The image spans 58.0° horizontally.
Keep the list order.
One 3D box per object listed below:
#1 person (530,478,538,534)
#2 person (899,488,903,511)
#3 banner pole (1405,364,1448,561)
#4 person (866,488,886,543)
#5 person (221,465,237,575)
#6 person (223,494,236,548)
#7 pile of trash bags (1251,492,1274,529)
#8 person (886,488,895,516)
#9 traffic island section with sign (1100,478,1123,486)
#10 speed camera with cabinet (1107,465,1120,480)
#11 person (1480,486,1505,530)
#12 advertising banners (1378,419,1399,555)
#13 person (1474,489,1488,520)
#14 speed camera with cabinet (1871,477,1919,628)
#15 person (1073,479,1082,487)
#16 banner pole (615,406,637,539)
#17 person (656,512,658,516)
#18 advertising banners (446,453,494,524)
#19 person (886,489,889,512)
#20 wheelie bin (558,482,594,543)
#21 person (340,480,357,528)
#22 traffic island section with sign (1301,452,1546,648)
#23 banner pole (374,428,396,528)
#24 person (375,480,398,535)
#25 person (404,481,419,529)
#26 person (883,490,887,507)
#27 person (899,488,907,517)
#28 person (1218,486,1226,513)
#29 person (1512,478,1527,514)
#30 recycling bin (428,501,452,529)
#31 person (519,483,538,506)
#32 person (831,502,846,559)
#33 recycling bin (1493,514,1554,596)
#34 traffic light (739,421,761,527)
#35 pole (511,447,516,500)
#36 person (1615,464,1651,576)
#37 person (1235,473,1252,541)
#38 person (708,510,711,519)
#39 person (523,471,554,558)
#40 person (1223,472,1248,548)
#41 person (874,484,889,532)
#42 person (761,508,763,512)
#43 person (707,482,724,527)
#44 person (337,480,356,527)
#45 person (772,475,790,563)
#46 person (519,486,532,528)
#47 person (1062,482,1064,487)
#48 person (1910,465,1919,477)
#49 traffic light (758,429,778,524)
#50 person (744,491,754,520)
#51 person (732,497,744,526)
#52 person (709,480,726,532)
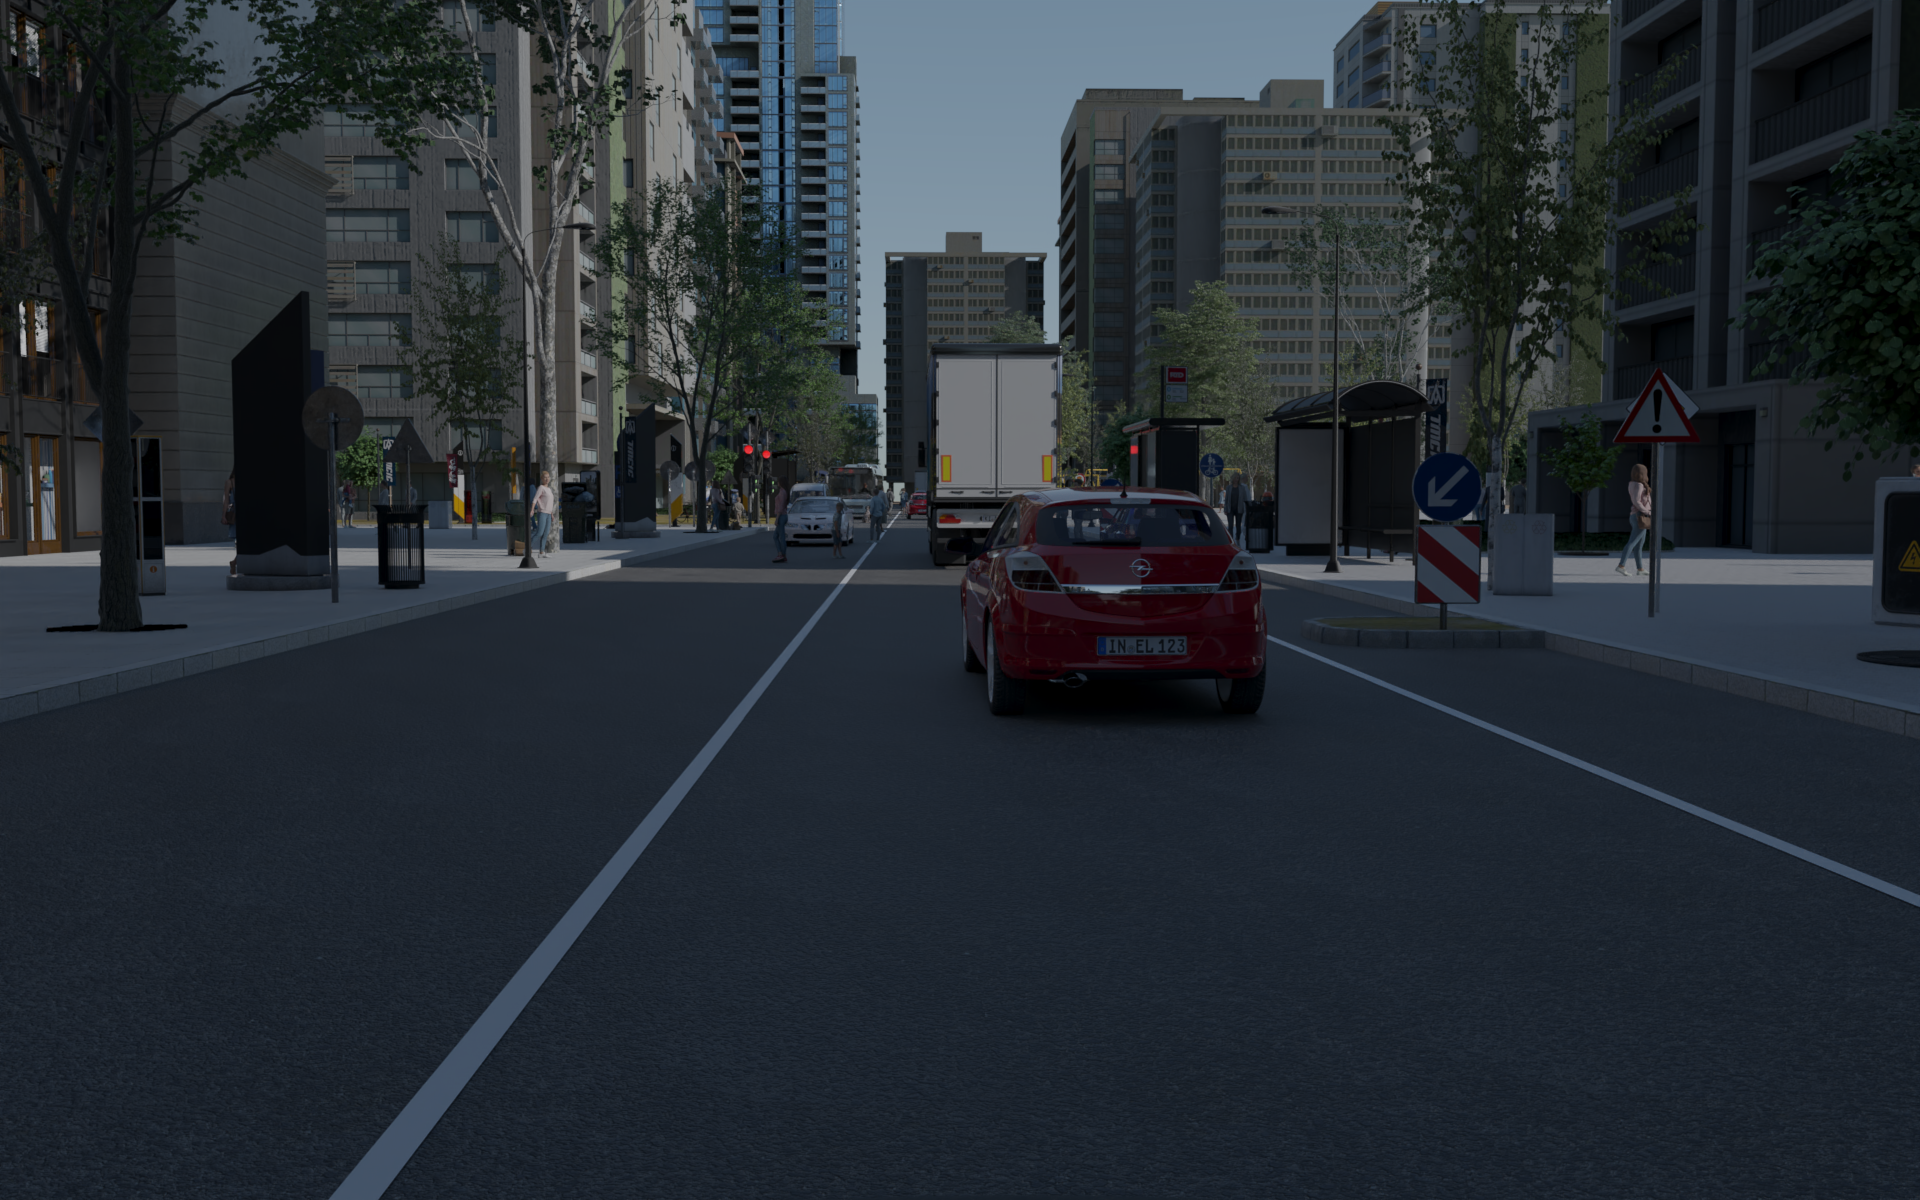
[{"bbox_3d":[-13.875,-3.054,56.235,0.793,1.790,0.793,-3,5,-41],"label":"person"},{"bbox_3d":[-4.874,-8.368,144.684,0.474,1.900,0.648,0,4,-6],"label":"person"},{"bbox_3d":[8.951,-2.638,33.142,0.401,3.779,0.863,-3,5,-43],"label":"banner pole"},{"bbox_3d":[-2.456,-2.472,50.731,0.589,1.601,0.330,-3,4,-36],"label":"person"},{"bbox_3d":[-11.177,-1.264,26.803,0.778,1.811,0.616,3,4,39],"label":"person"},{"bbox_3d":[-17.056,-2.093,40.932,0.731,1.740,0.598,-1,4,-13],"label":"person"},{"bbox_3d":[11.718,-3.420,65.673,1.912,1.369,3.447,0,4,6],"label":"pile of trash bags"},{"bbox_3d":[-4.595,-6.455,114.137,0.679,1.850,0.850,2,4,23],"label":"person"},{"bbox_3d":[3.723,-2.208,44.725,1.989,1.847,2.006,0,4,-2],"label":"traffic island section with sign"},{"bbox_3d":[5.978,-4.917,74.731,2.038,3.252,0.660,0,4,7],"label":"speed camera with cabinet"},{"bbox_3d":[13.028,-2.193,42.317,0.576,1.772,0.534,0,4,6],"label":"person"},{"bbox_3d":[9.260,-2.526,37.493,0.090,3.025,2.074,0,4,2],"label":"advertising banners"},{"bbox_3d":[18.186,-3.278,60.307,0.731,1.740,0.598,0,4,6],"label":"person"},{"bbox_3d":[9.632,-1.335,16.162,0.660,3.252,2.038,-2,4,-25],"label":"speed camera with cabinet"},{"bbox_3d":[2.790,-2.035,41.966,0.583,1.804,0.606,-1,4,-20],"label":"person"},{"bbox_3d":[-9.446,-3.616,49.131,0.863,3.779,0.401,3,4,37],"label":"banner pole"},{"bbox_3d":[-17.744,-5.717,99.791,0.573,1.790,0.520,2,4,31],"label":"person"},{"bbox_3d":[-21.107,-4.795,74.578,2.074,3.025,0.090,0,4,5],"label":"advertising banners"},{"bbox_3d":[-5.199,-7.163,125.627,0.555,1.821,0.388,-1,4,-14],"label":"person"},{"bbox_3d":[-10.019,-2.276,45.118,0.980,1.594,0.693,0,4,-8],"label":"wheelie bin"},{"bbox_3d":[-22.982,-3.613,65.093,0.573,1.828,0.580,-1,4,-12],"label":"person"},{"bbox_3d":[4.451,-0.515,17.050,1.989,1.847,2.006,0,4,-2],"label":"traffic island section with sign"},{"bbox_3d":[-21.903,-4.646,65.985,0.863,3.779,0.401,-1,4,-20],"label":"banner pole"},{"bbox_3d":[-18.185,-2.937,54.814,0.466,1.731,0.760,3,4,36],"label":"person"},{"bbox_3d":[-20.429,-3.555,64.435,0.678,1.792,0.850,2,4,28],"label":"person"},{"bbox_3d":[-4.968,-6.221,110.967,0.760,1.731,0.466,-1,4,-16],"label":"person"},{"bbox_3d":[-3.523,-6.194,109.788,0.654,1.822,0.581,-3,5,-39],"label":"person"},{"bbox_3d":[17.617,-6.728,116.143,0.778,1.811,0.616,-1,4,-9],"label":"person"},{"bbox_3d":[19.915,-3.408,61.576,0.447,1.846,0.655,-3,4,-36],"label":"person"},{"bbox_3d":[-19.167,-3.140,63.886,0.722,1.027,0.722,0,4,-5],"label":"recycling bin"},{"bbox_3d":[-16.528,-3.659,66.547,0.598,1.740,0.731,3,4,39],"label":"person"},{"bbox_3d":[-2.699,-1.548,38.492,0.332,1.250,0.352,-3,5,-41],"label":"person"},{"bbox_3d":[7.206,-0.586,22.139,0.722,1.027,0.722,1,4,19],"label":"recycling bin"},{"bbox_3d":[-8.072,-4.749,66.569,0.839,4.253,0.868,0,4,-2],"label":"traffic light"},{"bbox_3d":[-19.551,-5.017,75.868,0.158,3.312,0.155,0,3,0],"label":"pole"},{"bbox_3d":[10.612,-1.260,27.228,0.643,1.750,0.593,0,4,7],"label":"person"},{"bbox_3d":[7.511,-2.457,46.092,0.818,1.842,0.514,-3,5,-43],"label":"person"},{"bbox_3d":[-12.371,-4.813,85.005,0.678,1.792,0.850,0,4,-7],"label":"person"},{"bbox_3d":[-8.452,-1.703,34.566,0.598,1.740,0.731,0,4,2],"label":"person"},{"bbox_3d":[6.590,-2.124,40.954,0.709,1.800,0.728,1,4,13],"label":"person"},{"bbox_3d":[-2.963,-3.417,64.592,0.478,1.798,0.641,3,5,45],"label":"person"},{"bbox_3d":[-13.851,-7.036,121.256,0.473,1.802,0.592,0,4,-3],"label":"person"},{"bbox_3d":[-9.426,-3.676,66.538,0.661,1.777,0.834,1,4,18],"label":"person"},{"bbox_3d":[-23.734,-3.716,66.905,0.635,1.810,0.391,0,4,3],"label":"person"},{"bbox_3d":[-3.734,-1.692,36.180,0.388,1.821,0.555,0,4,-3],"label":"person"},{"bbox_3d":[-14.896,-3.299,59.836,0.661,1.843,0.795,-3,5,-43],"label":"person"},{"bbox_3d":[3.091,-2.734,53.469,0.678,1.792,0.850,2,4,26],"label":"person"},{"bbox_3d":[17.073,-1.493,30.642,0.592,1.802,0.473,2,4,26],"label":"person"},{"bbox_3d":[-8.283,-5.237,74.552,0.839,4.253,0.868,0,4,-2],"label":"traffic light"},{"bbox_3d":[-10.255,-4.867,85.464,0.795,1.843,0.661,0,4,-5],"label":"person"},{"bbox_3d":[-9.185,-3.601,71.648,0.475,1.303,0.640,-2,4,-25],"label":"person"},{"bbox_3d":[-8.222,-3.157,58.255,0.643,1.750,0.593,-3,4,-36],"label":"person"}]
